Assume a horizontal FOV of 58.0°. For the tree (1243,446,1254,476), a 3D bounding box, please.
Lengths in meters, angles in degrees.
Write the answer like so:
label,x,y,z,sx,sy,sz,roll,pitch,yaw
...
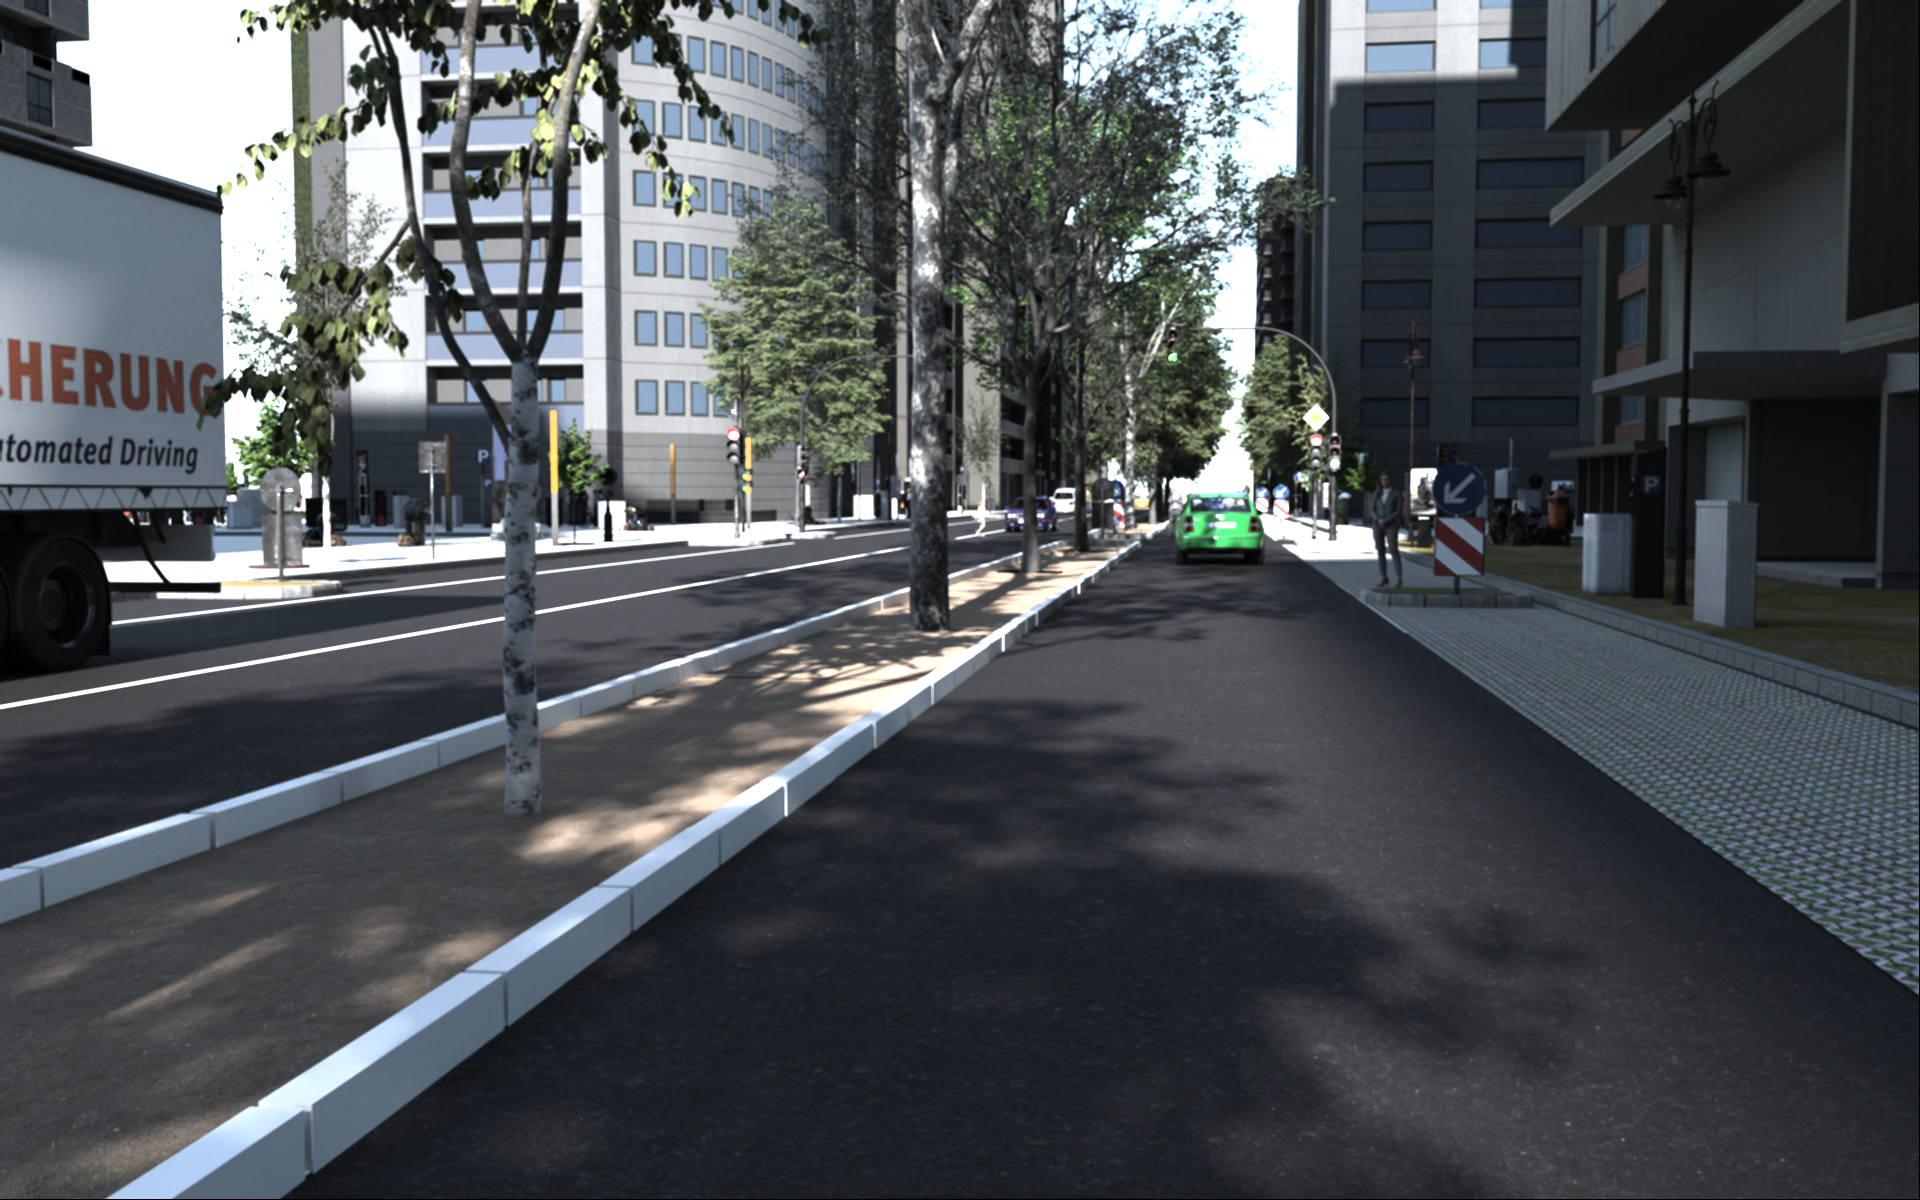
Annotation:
label,x,y,z,sx,sy,sz,roll,pitch,yaw
tree,37.339,-16.280,216.545,4.737,8.622,4.395,0,3,0

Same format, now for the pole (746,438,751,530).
label,x,y,z,sx,sy,sz,roll,pitch,yaw
pole,-7.641,-4.205,62.598,0.158,3.312,0.155,0,3,0

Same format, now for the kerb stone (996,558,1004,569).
label,x,y,z,sx,sy,sz,roll,pitch,yaw
kerb stone,0.674,-0.647,32.861,0.120,0.150,1.000,1,4,8

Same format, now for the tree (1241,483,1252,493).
label,x,y,z,sx,sy,sz,roll,pitch,yaw
tree,44.185,-16.683,267.369,1.663,3.219,1.824,0,3,0

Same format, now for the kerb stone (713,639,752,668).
label,x,y,z,sx,sy,sz,roll,pitch,yaw
kerb stone,-1.962,0.466,14.587,0.120,0.150,1.000,1,4,8

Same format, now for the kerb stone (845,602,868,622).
label,x,y,z,sx,sy,sz,roll,pitch,yaw
kerb stone,-1.235,0.155,19.655,0.120,0.150,1.000,1,4,8

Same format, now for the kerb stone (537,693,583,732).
label,x,y,z,sx,sy,sz,roll,pitch,yaw
kerb stone,-2.547,0.714,10.537,0.120,0.150,1.000,1,4,8

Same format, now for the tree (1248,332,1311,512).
label,x,y,z,sx,sy,sz,roll,pitch,yaw
tree,22.661,-12.472,122.039,7.486,12.596,7.792,0,3,0

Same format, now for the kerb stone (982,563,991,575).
label,x,y,z,sx,sy,sz,roll,pitch,yaw
kerb stone,0.384,-0.527,30.828,0.120,0.150,1.000,1,4,8

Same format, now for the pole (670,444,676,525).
label,x,y,z,sx,sy,sz,roll,pitch,yaw
pole,-11.797,-4.733,71.228,0.158,3.312,0.155,0,3,0

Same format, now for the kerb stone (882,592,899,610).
label,x,y,z,sx,sy,sz,roll,pitch,yaw
kerb stone,-0.939,0.031,21.690,0.120,0.150,1.000,1,4,8

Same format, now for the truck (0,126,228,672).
label,x,y,z,sx,sy,sz,roll,pitch,yaw
truck,-8.805,-1.339,10.805,2.839,4.237,11.283,0,4,8

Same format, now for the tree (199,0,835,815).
label,x,y,z,sx,sy,sz,roll,pitch,yaw
tree,-1.961,-3.358,7.730,4.737,8.622,4.395,0,3,0

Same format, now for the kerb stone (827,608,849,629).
label,x,y,z,sx,sy,sz,roll,pitch,yaw
kerb stone,-1.383,0.224,18.637,0.120,0.150,1.000,1,4,8

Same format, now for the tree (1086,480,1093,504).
label,x,y,z,sx,sy,sz,roll,pitch,yaw
tree,17.843,-14.601,233.321,1.663,3.219,1.824,0,3,0

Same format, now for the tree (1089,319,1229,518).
label,x,y,z,sx,sy,sz,roll,pitch,yaw
tree,13.096,-12.465,112.921,9.857,13.997,8.962,0,3,0

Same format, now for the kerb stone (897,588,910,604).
label,x,y,z,sx,sy,sz,roll,pitch,yaw
kerb stone,-0.789,-0.031,22.701,0.120,0.150,1.000,1,4,8

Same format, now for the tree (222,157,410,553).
label,x,y,z,sx,sy,sz,roll,pitch,yaw
tree,-13.901,-5.306,37.108,4.360,8.622,3.978,0,3,0

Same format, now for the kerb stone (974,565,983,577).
label,x,y,z,sx,sy,sz,roll,pitch,yaw
kerb stone,0.229,-0.463,29.807,0.120,0.150,1.000,1,4,8

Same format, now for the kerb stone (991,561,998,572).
label,x,y,z,sx,sy,sz,roll,pitch,yaw
kerb stone,0.527,-0.590,31.849,0.120,0.150,1.000,1,4,8

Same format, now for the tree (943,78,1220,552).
label,x,y,z,sx,sy,sz,roll,pitch,yaw
tree,2.910,-6.995,42.589,9.928,11.665,9.643,0,3,0

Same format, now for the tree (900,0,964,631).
label,x,y,z,sx,sy,sz,roll,pitch,yaw
tree,0.761,-9.677,16.566,12.611,20.169,13.585,0,3,0

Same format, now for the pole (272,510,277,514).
label,x,y,z,sx,sy,sz,roll,pitch,yaw
pole,-26.287,-4.434,66.340,0.158,3.312,0.155,0,3,0

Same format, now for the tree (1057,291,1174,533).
label,x,y,z,sx,sy,sz,roll,pitch,yaw
tree,5.396,-6.534,59.655,4.360,8.622,3.978,0,3,0

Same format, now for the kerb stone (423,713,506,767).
label,x,y,z,sx,sy,sz,roll,pitch,yaw
kerb stone,-2.696,0.776,9.515,0.120,0.150,1.000,1,4,8

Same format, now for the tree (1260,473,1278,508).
label,x,y,z,sx,sy,sz,roll,pitch,yaw
tree,28.747,-10.140,160.385,1.663,3.219,1.824,0,3,0

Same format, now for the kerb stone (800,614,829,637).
label,x,y,z,sx,sy,sz,roll,pitch,yaw
kerb stone,-1.529,0.283,17.624,0.120,0.150,1.000,1,4,8

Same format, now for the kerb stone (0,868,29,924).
label,x,y,z,sx,sy,sz,roll,pitch,yaw
kerb stone,-3.280,1.025,5.444,0.120,0.150,1.000,1,4,8

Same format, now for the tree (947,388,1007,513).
label,x,y,z,sx,sy,sz,roll,pitch,yaw
tree,1.463,-10.363,119.803,4.360,8.622,3.978,0,3,0

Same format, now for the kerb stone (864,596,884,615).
label,x,y,z,sx,sy,sz,roll,pitch,yaw
kerb stone,-1.091,0.093,20.672,0.120,0.150,1.000,1,4,8

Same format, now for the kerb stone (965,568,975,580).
label,x,y,z,sx,sy,sz,roll,pitch,yaw
kerb stone,0.083,-0.404,28.796,0.120,0.150,1.000,1,4,8

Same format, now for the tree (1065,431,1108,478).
label,x,y,z,sx,sy,sz,roll,pitch,yaw
tree,14.364,-16.713,207.676,8.767,10.594,7.601,0,4,6

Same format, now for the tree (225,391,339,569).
label,x,y,z,sx,sy,sz,roll,pitch,yaw
tree,-11.982,-2.171,30.101,1.663,3.219,1.824,0,3,0

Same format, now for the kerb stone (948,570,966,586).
label,x,y,z,sx,sy,sz,roll,pitch,yaw
kerb stone,-0.066,-0.337,27.776,0.120,0.150,1.000,1,4,8

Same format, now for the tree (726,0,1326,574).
label,x,y,z,sx,sy,sz,roll,pitch,yaw
tree,1.258,-7.234,31.099,12.009,13.543,11.850,0,3,0

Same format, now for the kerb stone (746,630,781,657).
label,x,y,z,sx,sy,sz,roll,pitch,yaw
kerb stone,-1.815,0.407,15.599,0.120,0.150,1.000,1,4,8

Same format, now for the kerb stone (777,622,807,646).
label,x,y,z,sx,sy,sz,roll,pitch,yaw
kerb stone,-1.669,0.348,16.611,0.120,0.150,1.000,1,4,8

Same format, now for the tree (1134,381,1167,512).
label,x,y,z,sx,sy,sz,roll,pitch,yaw
tree,10.853,-8.752,95.906,4.737,8.622,4.395,0,3,0

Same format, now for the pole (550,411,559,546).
label,x,y,z,sx,sy,sz,roll,pitch,yaw
pole,-9.933,-2.971,42.416,0.158,3.312,0.155,0,3,0

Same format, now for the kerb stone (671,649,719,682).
label,x,y,z,sx,sy,sz,roll,pitch,yaw
kerb stone,-2.108,0.527,13.575,0.120,0.150,1.000,1,4,8

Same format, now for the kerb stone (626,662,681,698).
label,x,y,z,sx,sy,sz,roll,pitch,yaw
kerb stone,-2.254,0.589,12.564,0.120,0.150,1.000,1,4,8

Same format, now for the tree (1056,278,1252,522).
label,x,y,z,sx,sy,sz,roll,pitch,yaw
tree,9.805,-10.261,87.238,9.611,12.733,9.660,0,3,0

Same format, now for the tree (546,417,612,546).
label,x,y,z,sx,sy,sz,roll,pitch,yaw
tree,-9.597,-3.000,43.645,1.663,3.219,1.824,0,3,0

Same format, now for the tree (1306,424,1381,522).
label,x,y,z,sx,sy,sz,roll,pitch,yaw
tree,18.044,-5.974,81.388,4.285,4.588,4.351,0,3,0

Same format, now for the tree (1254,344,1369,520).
label,x,y,z,sx,sy,sz,roll,pitch,yaw
tree,18.034,-8.312,86.264,4.737,8.622,4.395,0,3,0

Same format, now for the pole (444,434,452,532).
label,x,y,z,sx,sy,sz,roll,pitch,yaw
pole,-17.393,-3.977,58.865,0.158,3.312,0.155,0,3,0

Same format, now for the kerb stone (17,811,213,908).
label,x,y,z,sx,sy,sz,roll,pitch,yaw
kerb stone,-3.137,0.963,6.456,0.120,0.150,1.000,1,4,8

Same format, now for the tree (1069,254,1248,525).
label,x,y,z,sx,sy,sz,roll,pitch,yaw
tree,8.882,-9.668,78.653,7.486,12.596,7.792,0,3,0

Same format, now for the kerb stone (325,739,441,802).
label,x,y,z,sx,sy,sz,roll,pitch,yaw
kerb stone,-2.837,0.839,8.503,0.120,0.150,1.000,1,4,8

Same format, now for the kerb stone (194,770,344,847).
label,x,y,z,sx,sy,sz,roll,pitch,yaw
kerb stone,-2.979,0.900,7.482,0.120,0.150,1.000,1,4,8

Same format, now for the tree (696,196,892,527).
label,x,y,z,sx,sy,sz,roll,pitch,yaw
tree,-6.644,-9.099,66.888,7.486,12.596,7.792,0,3,0

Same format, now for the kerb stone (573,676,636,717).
label,x,y,z,sx,sy,sz,roll,pitch,yaw
kerb stone,-2.400,0.654,11.550,0.120,0.150,1.000,1,4,8

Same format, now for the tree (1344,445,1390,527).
label,x,y,z,sx,sy,sz,roll,pitch,yaw
tree,15.876,-4.477,67.797,1.663,3.219,1.824,0,3,0
